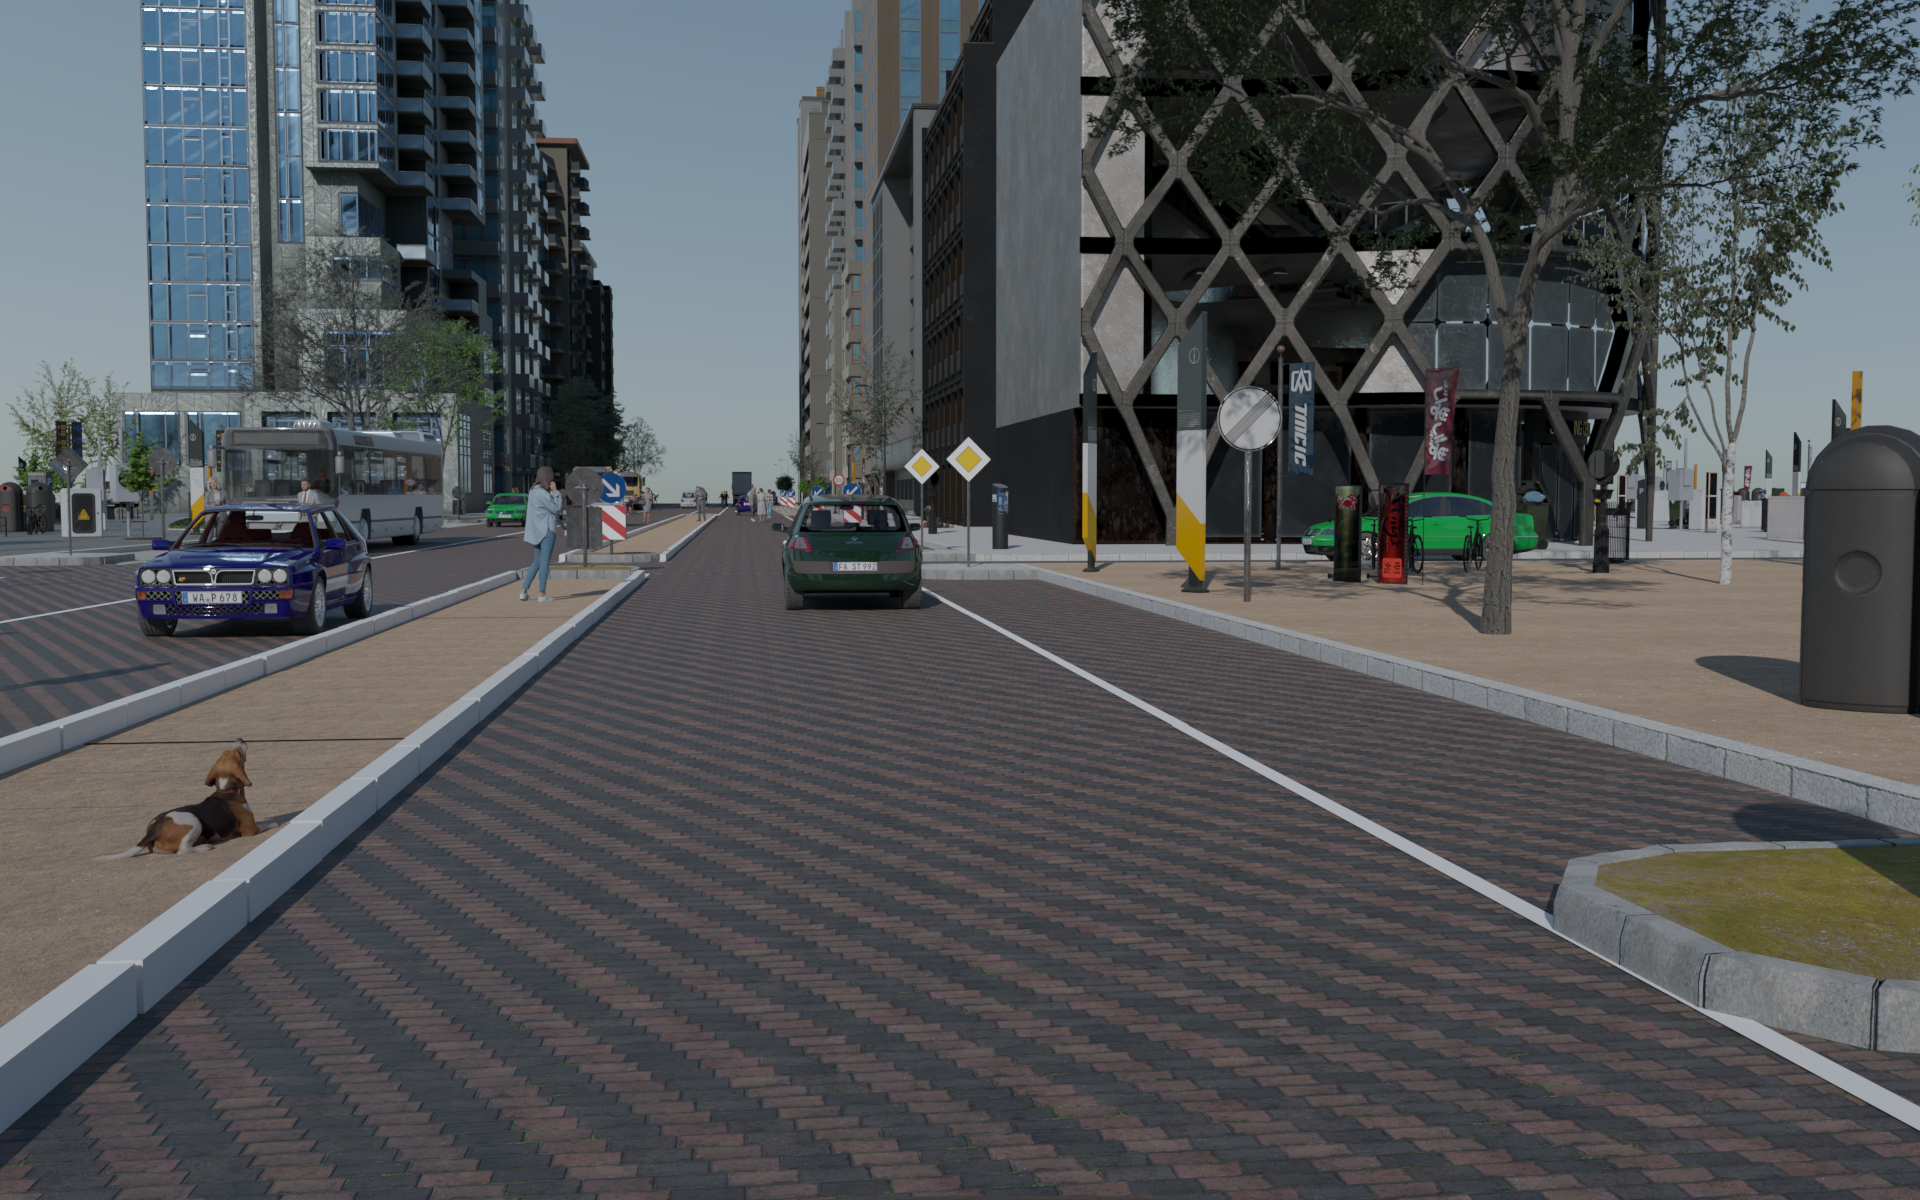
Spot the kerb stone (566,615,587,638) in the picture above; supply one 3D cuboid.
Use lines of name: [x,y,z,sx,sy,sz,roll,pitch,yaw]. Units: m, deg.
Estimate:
kerb stone: [-3.901,0.287,17.497,0.120,0.150,1.000,0,4,-7]

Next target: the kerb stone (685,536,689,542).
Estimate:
kerb stone: [-7.908,-1.672,49.538,0.120,0.150,1.000,0,4,-7]

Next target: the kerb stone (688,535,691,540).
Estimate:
kerb stone: [-8.162,-1.788,51.571,0.120,0.150,1.000,0,4,-7]

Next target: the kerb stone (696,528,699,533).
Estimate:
kerb stone: [-9.173,-2.294,59.709,0.120,0.150,1.000,0,4,-7]

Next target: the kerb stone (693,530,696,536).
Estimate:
kerb stone: [-8.792,-2.108,56.655,0.120,0.150,1.000,0,4,-7]

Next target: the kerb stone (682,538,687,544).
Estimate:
kerb stone: [-7.646,-1.548,47.502,0.120,0.150,1.000,0,4,-7]

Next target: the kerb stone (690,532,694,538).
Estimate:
kerb stone: [-8.547,-1.980,54.625,0.120,0.150,1.000,0,4,-7]

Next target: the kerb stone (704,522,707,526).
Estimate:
kerb stone: [-10.700,-3.041,71.919,0.120,0.150,1.000,0,4,-7]

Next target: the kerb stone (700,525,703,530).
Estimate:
kerb stone: [-9.941,-2.666,65.813,0.120,0.150,1.000,0,4,-7]

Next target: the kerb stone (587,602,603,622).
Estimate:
kerb stone: [-4.156,0.163,19.536,0.120,0.150,1.000,0,4,-7]

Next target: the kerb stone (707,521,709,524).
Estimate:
kerb stone: [-11.208,-3.288,75.986,0.120,0.150,1.000,0,4,-7]

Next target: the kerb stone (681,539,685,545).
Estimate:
kerb stone: [-7.526,-1.484,46.487,0.120,0.150,1.000,0,4,-7]

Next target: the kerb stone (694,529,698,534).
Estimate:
kerb stone: [-9.049,-2.229,58.695,0.120,0.150,1.000,0,4,-7]

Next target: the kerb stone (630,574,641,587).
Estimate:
kerb stone: [-5.044,-0.268,26.655,0.120,0.150,1.000,0,4,-7]

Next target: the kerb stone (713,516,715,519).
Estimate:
kerb stone: [-13.250,-4.285,92.265,0.120,0.150,1.000,0,4,-7]

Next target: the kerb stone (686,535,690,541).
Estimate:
kerb stone: [-8.038,-1.735,50.556,0.120,0.150,1.000,0,4,-7]

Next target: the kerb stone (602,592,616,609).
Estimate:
kerb stone: [-4.409,0.039,21.564,0.120,0.150,1.000,0,4,-7]

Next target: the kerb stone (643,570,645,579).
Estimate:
kerb stone: [-5.309,-0.397,28.682,0.120,0.150,1.000,0,4,-7]

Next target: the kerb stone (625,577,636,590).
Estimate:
kerb stone: [-4.919,-0.210,25.634,0.120,0.150,1.000,0,4,-7]

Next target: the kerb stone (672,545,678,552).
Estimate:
kerb stone: [-6.894,-1.172,41.408,0.120,0.150,1.000,0,4,-7]

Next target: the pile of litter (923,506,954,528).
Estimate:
pile of litter: [-0.963,-3.166,65.730,1.176,0.858,1.719,-2,4,-34]

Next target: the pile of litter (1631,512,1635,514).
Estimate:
pile of litter: [44.886,-6.105,113.789,1.719,0.858,1.176,0,4,-7]

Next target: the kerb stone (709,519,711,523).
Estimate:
kerb stone: [-11.849,-3.602,81.094,0.120,0.150,1.000,0,4,-7]

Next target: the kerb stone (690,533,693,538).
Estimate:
kerb stone: [-8.414,-1.921,53.611,0.120,0.150,1.000,0,4,-7]

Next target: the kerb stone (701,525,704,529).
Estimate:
kerb stone: [-10.065,-2.730,66.827,0.120,0.150,1.000,0,4,-7]

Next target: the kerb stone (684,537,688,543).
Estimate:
kerb stone: [-7.781,-1.607,48.515,0.120,0.150,1.000,0,4,-7]

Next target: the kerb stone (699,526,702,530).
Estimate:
kerb stone: [-9.683,-2.543,63.781,0.120,0.150,1.000,0,4,-7]

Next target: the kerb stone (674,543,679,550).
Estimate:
kerb stone: [-7.029,-1.233,42.427,0.120,0.150,1.000,0,4,-7]

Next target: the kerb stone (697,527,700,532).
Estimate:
kerb stone: [-9.440,-2.419,61.746,0.120,0.150,1.000,0,4,-7]

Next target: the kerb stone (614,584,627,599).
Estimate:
kerb stone: [-4.662,-0.086,23.598,0.120,0.150,1.000,0,4,-7]

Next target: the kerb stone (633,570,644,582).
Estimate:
kerb stone: [-5.175,-0.335,27.669,0.120,0.150,1.000,0,4,-7]

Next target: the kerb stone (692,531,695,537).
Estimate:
kerb stone: [-8.665,-2.046,55.641,0.120,0.150,1.000,0,4,-7]

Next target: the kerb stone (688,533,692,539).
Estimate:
kerb stone: [-8.293,-1.859,52.584,0.120,0.150,1.000,0,4,-7]

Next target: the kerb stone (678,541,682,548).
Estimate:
kerb stone: [-7.269,-1.361,44.459,0.120,0.150,1.000,0,4,-7]

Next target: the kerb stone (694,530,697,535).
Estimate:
kerb stone: [-8.919,-2.170,57.672,0.120,0.150,1.000,0,4,-7]

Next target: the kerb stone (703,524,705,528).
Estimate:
kerb stone: [-10.326,-2.852,68.866,0.120,0.150,1.000,0,4,-7]

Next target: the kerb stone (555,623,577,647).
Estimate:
kerb stone: [-3.780,0.354,16.471,0.120,0.150,1.000,0,4,-7]

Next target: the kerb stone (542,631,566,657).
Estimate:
kerb stone: [-3.649,0.412,15.454,0.120,0.150,1.000,0,4,-7]

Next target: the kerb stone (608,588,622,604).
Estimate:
kerb stone: [-4.541,-0.024,22.582,0.120,0.150,1.000,0,4,-7]

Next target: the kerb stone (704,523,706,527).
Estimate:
kerb stone: [-10.578,-2.979,70.899,0.120,0.150,1.000,0,4,-7]

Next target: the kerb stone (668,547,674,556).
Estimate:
kerb stone: [-6.637,-1.048,39.367,0.120,0.150,1.000,0,4,-7]

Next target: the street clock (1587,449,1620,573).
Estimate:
street clock: [10.435,-1.442,28.142,0.358,2.002,0.471,-2,4,-33]

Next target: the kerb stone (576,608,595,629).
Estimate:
kerb stone: [-4.035,0.226,18.521,0.120,0.150,1.000,0,4,-7]

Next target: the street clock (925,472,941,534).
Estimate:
street clock: [-0.875,-3.181,56.577,0.471,2.002,0.358,-3,5,-41]

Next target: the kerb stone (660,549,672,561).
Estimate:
kerb stone: [-6.505,-0.988,38.350,0.120,0.150,1.000,0,4,-7]

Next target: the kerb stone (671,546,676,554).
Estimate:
kerb stone: [-6.761,-1.110,40.388,0.120,0.150,1.000,0,4,-7]

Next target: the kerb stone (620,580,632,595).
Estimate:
kerb stone: [-4.792,-0.148,24.619,0.120,0.150,1.000,0,4,-7]

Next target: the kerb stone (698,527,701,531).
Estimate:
kerb stone: [-9.559,-2.481,62.765,0.120,0.150,1.000,0,4,-7]

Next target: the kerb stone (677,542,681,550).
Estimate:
kerb stone: [-7.145,-1.300,43.445,0.120,0.150,1.000,0,4,-7]

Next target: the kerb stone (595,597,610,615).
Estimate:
kerb stone: [-4.284,0.102,20.550,0.120,0.150,1.000,0,4,-7]

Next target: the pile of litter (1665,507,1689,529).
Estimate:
pile of litter: [26.949,-3.047,63.783,1.719,0.858,1.176,3,4,38]

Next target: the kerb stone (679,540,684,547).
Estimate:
kerb stone: [-7.394,-1.418,45.474,0.120,0.150,1.000,0,4,-7]
